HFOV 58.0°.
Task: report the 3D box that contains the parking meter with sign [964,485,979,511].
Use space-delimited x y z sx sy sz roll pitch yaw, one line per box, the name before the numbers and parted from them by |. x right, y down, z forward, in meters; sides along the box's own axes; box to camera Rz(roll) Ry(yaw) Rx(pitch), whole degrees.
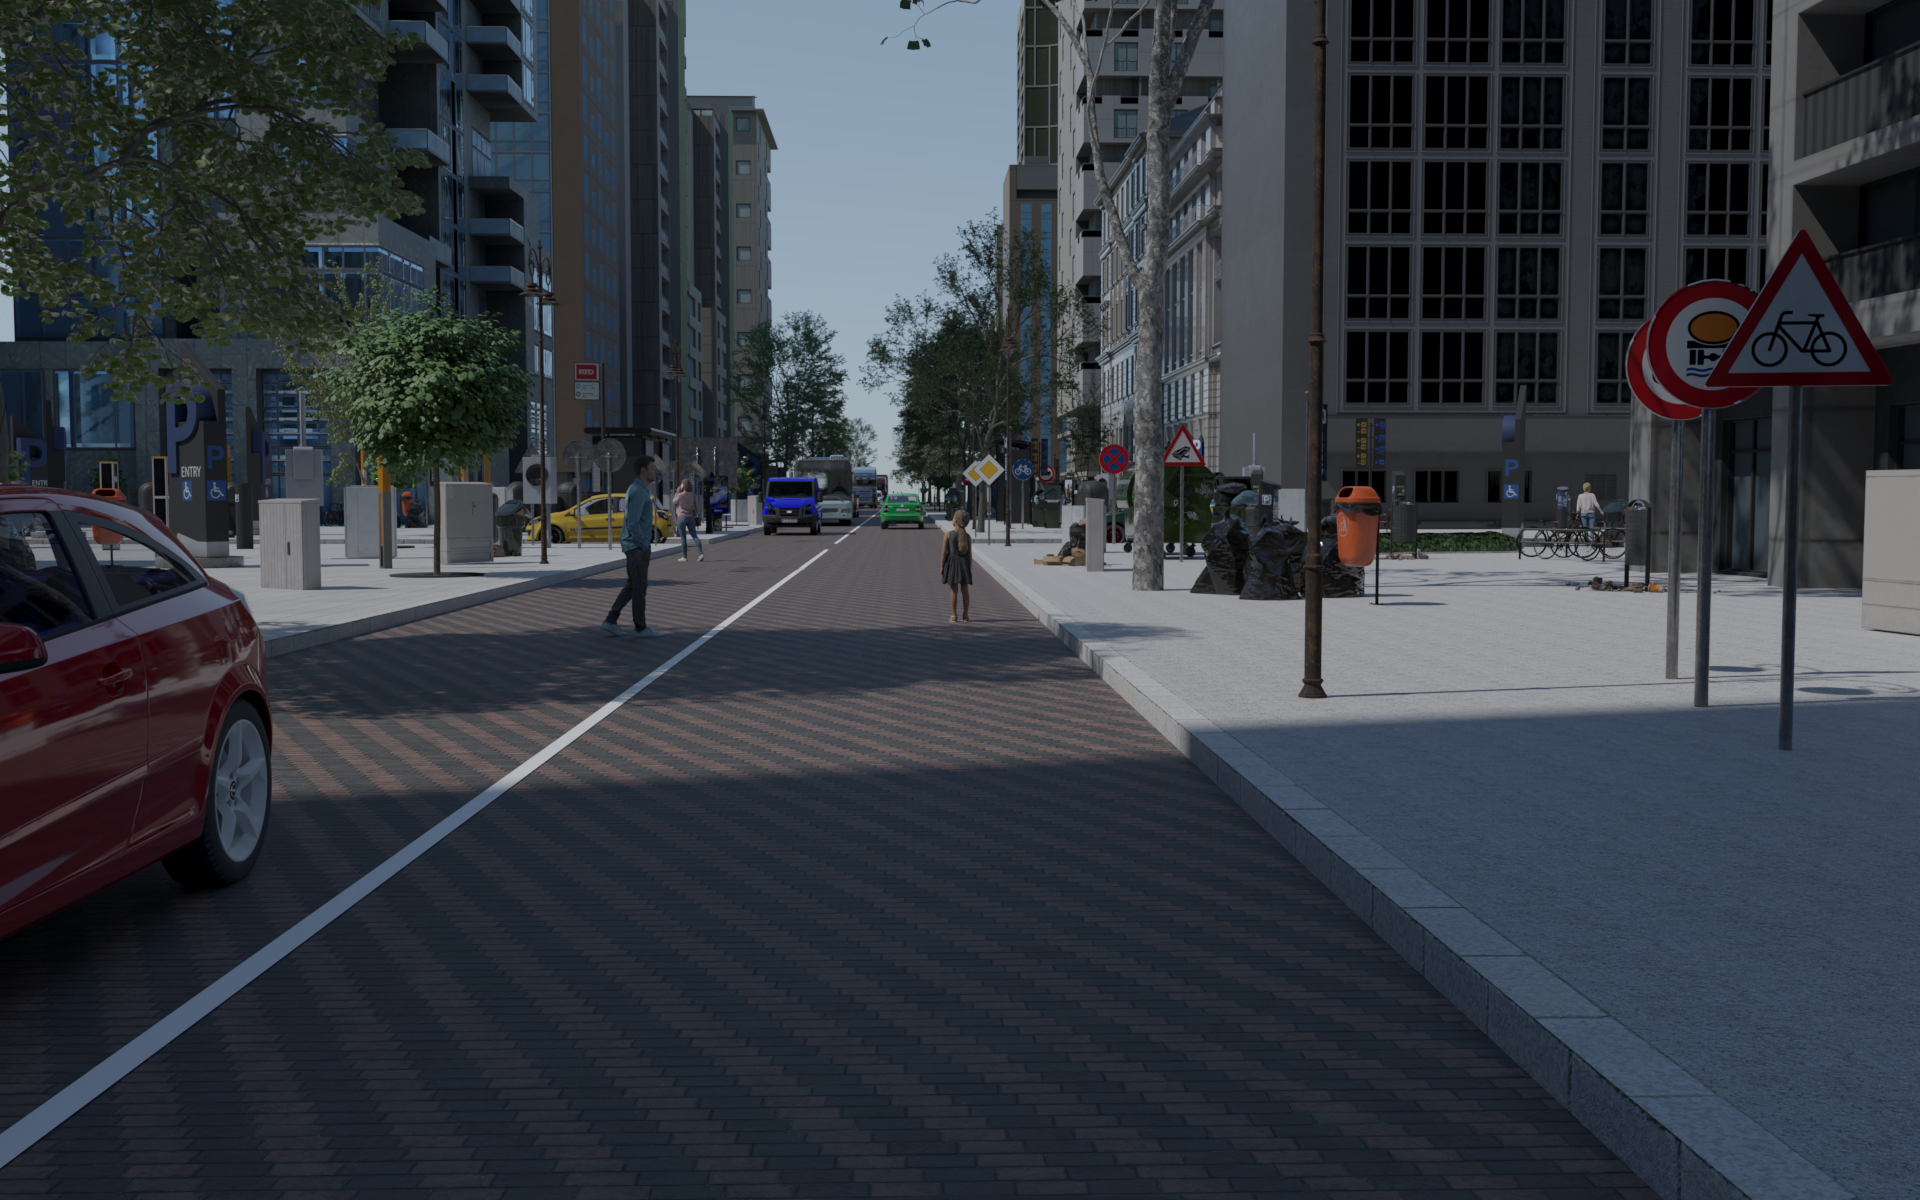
parking meter with sign | 1.301 -7.008 110.848 1.738 3.016 0.543 1 4 11

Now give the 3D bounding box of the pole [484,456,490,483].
pole | -13.721 -3.452 50.281 0.158 3.312 0.155 0 3 0

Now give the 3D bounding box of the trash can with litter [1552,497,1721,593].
trash can with litter | 8.997 -0.748 23.292 1.678 1.210 2.233 -1 4 -9

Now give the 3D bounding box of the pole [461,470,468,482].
pole | -15.050 -3.594 52.607 0.158 3.312 0.155 0 3 0

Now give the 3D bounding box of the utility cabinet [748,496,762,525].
utility cabinet | -8.608 -3.764 72.698 0.306 1.237 1.020 -2 4 -27

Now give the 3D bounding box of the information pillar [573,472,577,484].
information pillar | -19.836 -5.998 89.421 0.183 3.616 0.504 1 4 14

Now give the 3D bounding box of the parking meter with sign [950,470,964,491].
parking meter with sign | 0.099 -7.972 126.596 1.738 3.016 0.543 0 4 6

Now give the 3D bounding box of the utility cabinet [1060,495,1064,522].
utility cabinet | 4.981 -4.207 79.954 1.020 1.237 0.306 -1 4 -22

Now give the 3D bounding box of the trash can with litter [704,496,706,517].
trash can with litter | -14.364 -5.135 95.348 1.055 1.170 0.624 2 4 32

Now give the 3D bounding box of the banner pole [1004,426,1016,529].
banner pole | 1.790 -4.545 64.325 0.401 3.779 0.863 -1 4 -20

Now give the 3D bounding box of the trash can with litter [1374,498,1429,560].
trash can with litter | 8.357 -1.417 34.224 2.233 1.210 1.678 0 4 -2

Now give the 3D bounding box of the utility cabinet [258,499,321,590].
utility cabinet | -9.071 -0.750 23.431 1.020 1.237 0.306 3 4 36

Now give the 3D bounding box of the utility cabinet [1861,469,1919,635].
utility cabinet | 8.741 -0.433 15.762 0.318 1.500 1.173 0 4 -7

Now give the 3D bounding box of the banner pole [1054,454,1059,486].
banner pole | 6.057 -7.272 108.910 0.401 3.779 0.863 2 4 28

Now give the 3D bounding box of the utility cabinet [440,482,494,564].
utility cabinet | -9.103 -1.417 31.840 0.318 1.500 1.173 2 4 29

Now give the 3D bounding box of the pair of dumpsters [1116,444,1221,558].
pair of dumpsters | 4.256 -2.028 35.658 1.574 2.255 4.437 0 4 -2

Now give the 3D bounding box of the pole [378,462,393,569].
pole | -9.877 -2.193 29.704 0.158 3.312 0.155 0 3 0

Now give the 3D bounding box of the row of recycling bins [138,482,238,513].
row of recycling bins | -26.965 -3.283 60.783 3.534 1.692 1.069 0 4 -7

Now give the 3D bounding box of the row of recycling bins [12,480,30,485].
row of recycling bins | -29.289 -2.710 51.414 1.069 1.692 3.534 2 4 34

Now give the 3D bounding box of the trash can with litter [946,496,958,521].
trash can with litter | -0.139 -4.265 81.122 1.055 1.170 0.624 1 4 22

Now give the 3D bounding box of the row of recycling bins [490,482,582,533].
row of recycling bins | -14.403 -3.124 58.196 3.534 1.692 1.069 -2 4 -34

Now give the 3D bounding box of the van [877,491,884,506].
van | -10.366 -12.653 213.890 2.013 2.044 4.112 0 4 -2

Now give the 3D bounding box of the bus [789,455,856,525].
bus | -6.344 -5.318 81.809 2.948 3.499 13.247 0 4 -3

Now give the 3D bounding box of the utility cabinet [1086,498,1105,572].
utility cabinet | 2.272 -1.096 29.075 0.306 1.237 1.020 0 4 3

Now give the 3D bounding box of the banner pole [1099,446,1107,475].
banner pole | 7.395 -6.088 89.549 0.401 3.779 0.863 3 5 45

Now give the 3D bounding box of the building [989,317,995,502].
building | 11.578 -31.035 279.124 14.160 30.474 14.107 0 4 -2

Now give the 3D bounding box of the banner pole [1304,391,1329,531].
banner pole | 8.633 -3.193 42.215 0.863 3.779 0.401 -2 4 -27

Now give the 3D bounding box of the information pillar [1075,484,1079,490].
information pillar | 8.180 -7.099 120.567 0.304 2.012 0.304 2 4 26

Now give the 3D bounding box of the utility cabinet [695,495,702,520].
utility cabinet | -12.907 -4.550 85.548 0.306 1.237 1.020 -1 4 -16

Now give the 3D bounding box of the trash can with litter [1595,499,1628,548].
trash can with litter | 15.629 -1.839 41.458 0.624 1.170 1.055 3 5 45

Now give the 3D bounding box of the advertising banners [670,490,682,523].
advertising banners | -11.308 -4.470 69.275 2.074 3.025 0.090 2 4 35

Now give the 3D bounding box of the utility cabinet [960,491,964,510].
utility cabinet | 0.000 -6.256 110.957 0.318 1.500 1.173 1 4 15

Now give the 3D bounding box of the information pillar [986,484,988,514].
information pillar | 1.605 -7.043 106.504 0.183 3.616 0.504 1 4 15

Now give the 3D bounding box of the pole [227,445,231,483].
pole | -30.127 -4.743 71.391 0.158 3.312 0.155 0 3 0

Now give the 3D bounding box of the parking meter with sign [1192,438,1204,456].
parking meter with sign | 6.716 -3.531 53.989 1.738 3.016 0.543 -2 4 -27

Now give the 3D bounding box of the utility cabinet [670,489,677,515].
utility cabinet | -17.377 -5.815 103.753 1.173 1.500 0.318 3 4 37

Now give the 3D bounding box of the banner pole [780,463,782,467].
banner pole | -12.613 -8.085 122.207 0.401 3.779 0.863 -1 4 -10

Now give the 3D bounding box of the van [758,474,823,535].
van | -5.968 -3.518 61.896 2.240 2.365 5.245 0 4 -3

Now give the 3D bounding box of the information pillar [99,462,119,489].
information pillar | -19.355 -2.137 39.435 0.304 2.012 0.304 0 4 -7

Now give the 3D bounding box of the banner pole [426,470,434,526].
banner pole | -21.201 -4.855 69.393 0.401 3.779 0.863 2 4 30

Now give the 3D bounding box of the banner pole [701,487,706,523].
banner pole | -11.180 -5.296 76.610 0.863 3.779 0.401 -3 4 -36

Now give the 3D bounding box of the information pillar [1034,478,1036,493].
information pillar | 3.238 -4.455 77.332 0.304 2.012 0.304 0 4 5

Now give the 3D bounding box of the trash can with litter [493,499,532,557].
trash can with litter | -9.308 -1.472 35.449 0.624 1.170 1.055 1 4 22

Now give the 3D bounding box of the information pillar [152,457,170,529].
information pillar | -15.730 -1.820 34.244 0.304 2.012 0.304 0 4 5

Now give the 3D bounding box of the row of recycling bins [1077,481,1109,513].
row of recycling bins | 4.182 -2.906 54.620 1.069 1.692 3.534 0 4 4

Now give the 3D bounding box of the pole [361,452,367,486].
pole | -21.720 -4.239 63.148 0.158 3.312 0.155 0 3 0
